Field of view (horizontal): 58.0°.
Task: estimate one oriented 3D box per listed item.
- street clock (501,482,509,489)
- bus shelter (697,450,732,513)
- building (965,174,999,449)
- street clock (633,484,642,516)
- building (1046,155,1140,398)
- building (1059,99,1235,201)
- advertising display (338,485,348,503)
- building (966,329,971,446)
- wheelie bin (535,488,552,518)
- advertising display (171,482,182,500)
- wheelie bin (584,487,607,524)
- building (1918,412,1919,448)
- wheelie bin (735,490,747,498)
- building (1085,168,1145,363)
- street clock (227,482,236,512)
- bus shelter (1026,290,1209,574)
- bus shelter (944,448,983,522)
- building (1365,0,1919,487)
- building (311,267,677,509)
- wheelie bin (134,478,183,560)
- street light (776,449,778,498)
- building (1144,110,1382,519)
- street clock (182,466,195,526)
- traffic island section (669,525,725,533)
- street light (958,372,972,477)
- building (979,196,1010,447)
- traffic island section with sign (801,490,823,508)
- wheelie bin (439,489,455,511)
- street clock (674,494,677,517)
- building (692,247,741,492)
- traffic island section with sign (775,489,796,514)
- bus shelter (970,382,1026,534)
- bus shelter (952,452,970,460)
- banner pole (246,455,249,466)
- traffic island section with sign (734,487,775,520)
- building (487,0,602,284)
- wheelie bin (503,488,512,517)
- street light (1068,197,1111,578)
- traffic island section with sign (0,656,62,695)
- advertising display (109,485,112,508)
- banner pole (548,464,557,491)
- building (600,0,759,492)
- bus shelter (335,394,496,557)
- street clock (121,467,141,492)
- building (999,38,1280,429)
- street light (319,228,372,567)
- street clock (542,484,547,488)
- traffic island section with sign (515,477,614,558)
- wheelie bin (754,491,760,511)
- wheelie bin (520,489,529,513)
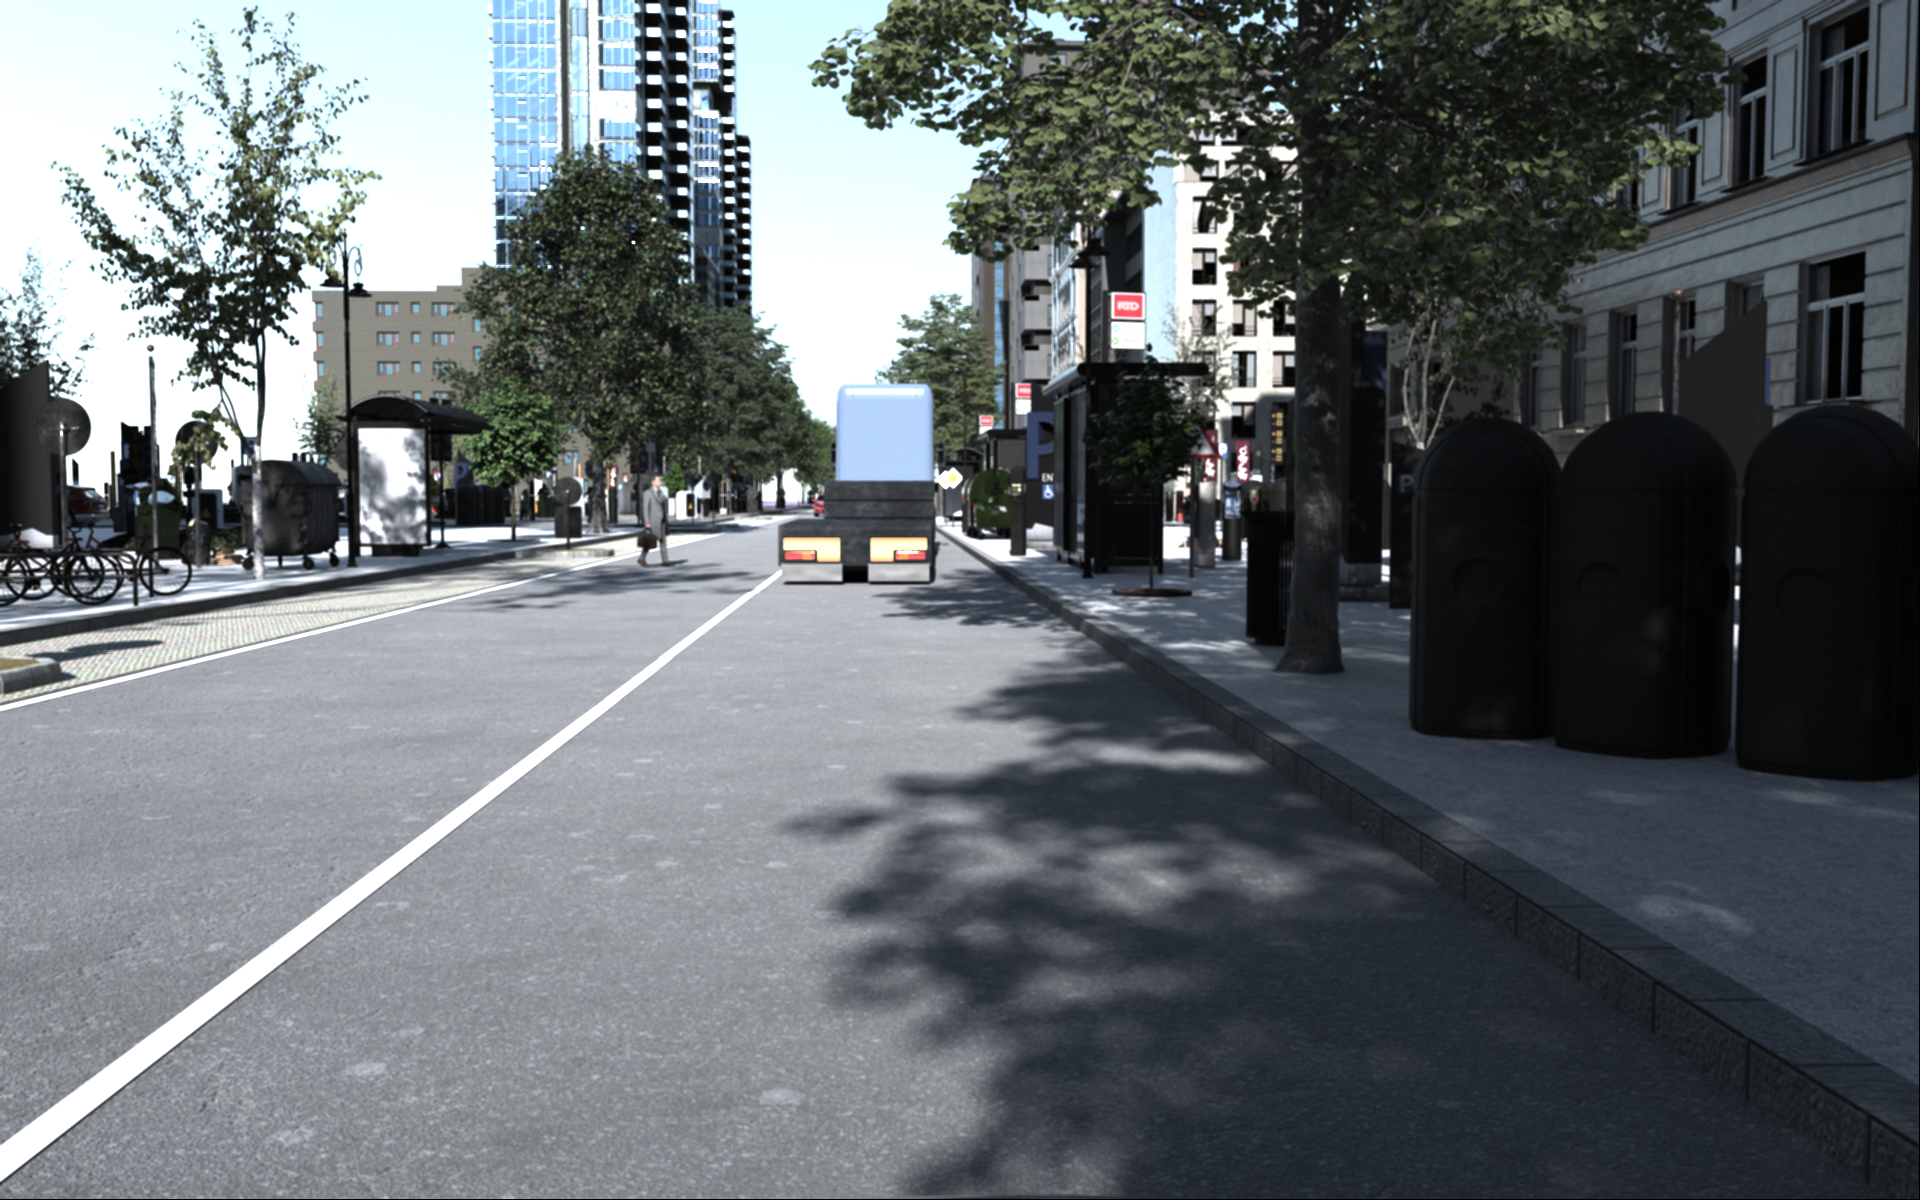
[{"bbox_3d":[-27.474,-6.121,104.641,0.471,2.002,0.358,0,4,1],"label":"street clock"},{"bbox_3d":[-17.167,-8.696,119.816,2.179,5.291,8.768,0,4,-2],"label":"bus shelter"},{"bbox_3d":[15.805,-42.260,280.181,28.713,52.752,27.495,0,4,-3],"label":"building"},{"bbox_3d":[-18.687,-5.868,100.506,0.358,2.002,0.471,3,4,36],"label":"street clock"},{"bbox_3d":[14.505,-21.631,139.576,13.634,28.700,20.117,0,4,-3],"label":"building"},{"bbox_3d":[22.776,-29.538,174.833,32.217,40.220,23.993,0,4,-3],"label":"building"},{"bbox_3d":[-43.629,-7.158,122.248,0.123,1.923,0.974,3,4,36],"label":"advertising display"},{"bbox_3d":[7.957,-32.407,301.561,14.160,30.474,14.107,0,4,-3],"label":"building"},{"bbox_3d":[-22.188,-5.175,92.516,0.693,1.594,0.980,2,4,32],"label":"wheelie bin"},{"bbox_3d":[-43.785,-5.600,96.774,0.974,1.923,0.123,3,4,39],"label":"advertising display"},{"bbox_3d":[-15.792,-4.115,75.192,0.980,1.594,0.693,-2,4,-24],"label":"wheelie bin"},{"bbox_3d":[37.705,-16.713,91.279,19.932,24.808,12.078,0,4,-3],"label":"building"},{"bbox_3d":[-17.953,-8.200,141.982,0.980,1.594,0.693,0,4,-8],"label":"wheelie bin"},{"bbox_3d":[16.982,-18.078,114.645,14.314,24.678,30.058,0,4,-3],"label":"building"},{"bbox_3d":[-41.449,-5.763,98.792,0.358,2.002,0.471,0,4,-7],"label":"street clock"},{"bbox_3d":[2.734,-3.318,31.889,2.179,5.291,8.768,0,4,-3],"label":"bus shelter"},{"bbox_3d":[0.131,-5.163,78.339,2.014,3.302,5.546,0,4,-2],"label":"bus shelter"},{"bbox_3d":[21.020,-12.666,40.367,16.112,22.955,30.059,0,4,-3],"label":"building"},{"bbox_3d":[-41.674,-19.379,161.882,27.650,21.520,28.899,0,4,-3],"label":"building"},{"bbox_3d":[-15.667,-1.589,33.884,0.980,1.594,0.693,2,4,33],"label":"wheelie bin"},{"bbox_3d":[-15.827,-10.848,150.154,0.468,5.910,1.993,0,4,-3],"label":"street light"},{"bbox_3d":[18.702,-14.391,90.042,16.860,20.320,10.420,0,4,-3],"label":"building"},{"bbox_3d":[-20.133,-2.489,45.260,0.358,2.002,0.471,-1,4,-19],"label":"street clock"},{"bbox_3d":[-10.120,-2.644,65.505,2.009,0.180,2.903,0,4,-3],"label":"traffic island section"},{"bbox_3d":[0.189,-5.669,65.474,0.468,5.910,1.993,0,4,-3],"label":"street light"},{"bbox_3d":[10.078,-37.261,259.328,14.600,45.320,14.200,0,4,-3],"label":"building"},{"bbox_3d":[-14.877,-10.081,173.446,1.989,1.847,2.006,0,4,-3],"label":"traffic island section with sign"},{"bbox_3d":[-29.007,-5.568,98.943,0.980,1.594,0.693,-2,4,-34],"label":"wheelie bin"},{"bbox_3d":[-16.185,-5.768,98.877,0.471,2.002,0.358,0,4,1],"label":"street clock"},{"bbox_3d":[-48.674,-34.349,253.484,32.217,40.220,23.993,0,4,-3],"label":"building"},{"bbox_3d":[-12.667,-7.000,123.079,1.989,1.847,2.006,0,4,-3],"label":"traffic island section with sign"},{"bbox_3d":[1.754,-5.042,60.071,2.179,5.291,8.768,0,4,-3],"label":"bus shelter"},{"bbox_3d":[0.739,-6.607,85.652,2.179,5.291,8.768,0,4,-3],"label":"bus shelter"},{"bbox_3d":[-36.098,-5.982,87.822,0.401,3.779,0.863,-2,4,-33],"label":"banner pole"},{"bbox_3d":[-11.481,-5.353,96.150,1.989,1.847,2.006,0,4,-3],"label":"traffic island section with sign"},{"bbox_3d":[-39.818,-53.659,190.003,22.319,86.520,31.000,0,4,-3],"label":"building"},{"bbox_3d":[-25.713,-5.480,97.504,0.693,1.594,0.980,3,5,43],"label":"wheelie bin"},{"bbox_3d":[1.948,-3.273,26.294,0.468,5.910,1.993,0,4,-3],"label":"street light"},{"bbox_3d":[-7.803,-0.244,12.623,1.989,1.847,2.006,0,4,-3],"label":"traffic island section with sign"},{"bbox_3d":[-59.482,-7.114,121.519,0.123,1.923,0.974,-1,4,-11],"label":"advertising display"},{"bbox_3d":[-29.557,-8.288,125.530,0.863,3.779,0.401,-2,4,-34],"label":"banner pole"},{"bbox_3d":[-43.766,-59.211,280.768,22.319,86.520,31.000,0,4,-3],"label":"building"},{"bbox_3d":[-11.770,-2.692,37.936,2.014,3.302,5.546,0,4,-3],"label":"bus shelter"},{"bbox_3d":[-22.538,-2.604,47.139,0.471,2.002,0.358,-1,4,-19],"label":"street clock"},{"bbox_3d":[20.025,-37.364,200.143,28.713,52.752,27.495,0,4,-3],"label":"building"},{"bbox_3d":[-10.671,-3.513,30.222,0.468,5.910,1.993,0,4,-3],"label":"street light"},{"bbox_3d":[-29.260,-7.162,121.663,0.358,2.002,0.471,2,4,25],"label":"street clock"},{"bbox_3d":[-8.978,-1.891,39.553,1.989,1.847,2.006,0,4,-3],"label":"traffic island section with sign"},{"bbox_3d":[-15.504,-7.609,132.319,0.693,1.594,0.980,0,4,5],"label":"wheelie bin"},{"bbox_3d":[-28.279,-6.422,112.905,0.693,1.594,0.980,0,4,4],"label":"wheelie bin"}]
